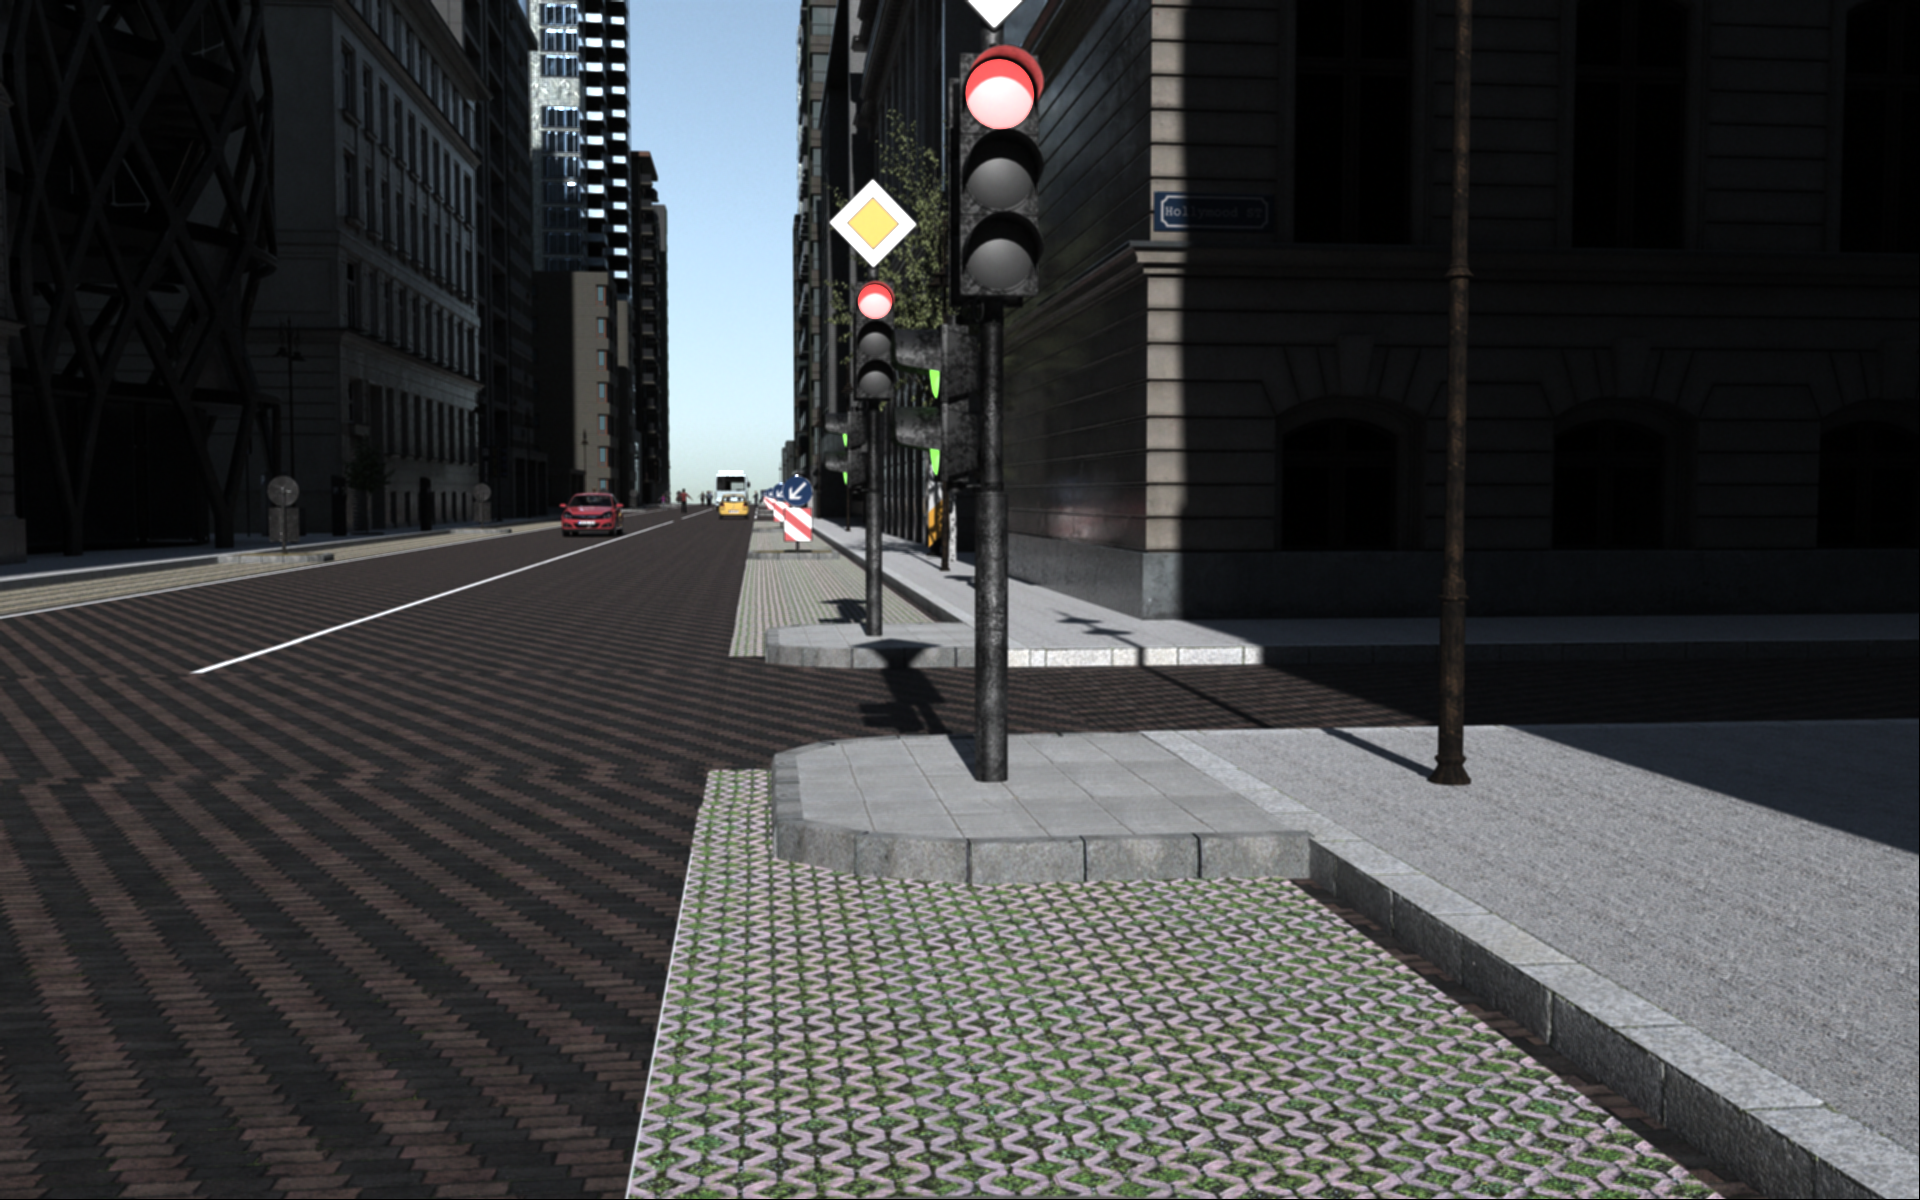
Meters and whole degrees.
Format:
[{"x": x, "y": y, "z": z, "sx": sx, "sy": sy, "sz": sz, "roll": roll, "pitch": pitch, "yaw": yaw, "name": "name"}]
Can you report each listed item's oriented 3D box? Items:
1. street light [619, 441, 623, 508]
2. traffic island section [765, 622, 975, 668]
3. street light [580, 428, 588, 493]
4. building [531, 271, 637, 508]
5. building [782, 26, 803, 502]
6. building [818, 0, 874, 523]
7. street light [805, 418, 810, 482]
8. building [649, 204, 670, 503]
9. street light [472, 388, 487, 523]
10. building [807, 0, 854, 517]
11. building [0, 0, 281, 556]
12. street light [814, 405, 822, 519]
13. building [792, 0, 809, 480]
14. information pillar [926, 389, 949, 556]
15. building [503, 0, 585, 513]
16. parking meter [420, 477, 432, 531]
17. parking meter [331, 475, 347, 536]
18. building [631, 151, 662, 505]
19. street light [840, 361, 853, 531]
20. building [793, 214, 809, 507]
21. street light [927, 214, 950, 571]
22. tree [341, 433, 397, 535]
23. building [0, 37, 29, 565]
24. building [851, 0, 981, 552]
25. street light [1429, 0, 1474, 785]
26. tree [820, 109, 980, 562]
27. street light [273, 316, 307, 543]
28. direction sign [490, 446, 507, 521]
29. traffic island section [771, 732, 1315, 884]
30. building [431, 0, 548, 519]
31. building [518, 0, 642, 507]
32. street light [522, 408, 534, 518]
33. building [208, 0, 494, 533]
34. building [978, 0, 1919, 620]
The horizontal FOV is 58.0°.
[{"x": -29.822, "y": -10.980, "z": 152.309, "sx": 0.468, "sy": 5.910, "sz": 1.993, "roll": 0, "pitch": 4, "yaw": -7, "name": "street light"}, {"x": -0.757, "y": 0.402, "z": 15.712, "sx": 2.009, "sy": 0.180, "sz": 2.903, "roll": 0, "pitch": 4, "yaw": -7, "name": "traffic island section"}, {"x": -26.405, "y": -9.127, "z": 122.013, "sx": 0.468, "sy": 5.910, "sz": 1.993, "roll": 0, "pitch": 4, "yaw": -7, "name": "street light"}, {"x": -42.744, "y": -18.516, "z": 147.769, "sx": 27.650, "sy": 21.520, "sz": 28.899, "roll": 0, "pitch": 4, "yaw": -7, "name": "building"}, {"x": -12.822, "y": -56.304, "z": 233.234, "sx": 22.319, "sy": 86.520, "sz": 31.000, "roll": 0, "pitch": 4, "yaw": -7, "name": "building"}, {"x": 1.400, "y": -15.743, "z": 76.470, "sx": 14.314, "sy": 24.678, "sz": 30.058, "roll": 0, "pitch": 4, "yaw": -7, "name": "building"}, {"x": -9.180, "y": -8.108, "z": 105.347, "sx": 0.468, "sy": 5.910, "sz": 1.993, "roll": 0, "pitch": 4, "yaw": -7, "name": "street light"}, {"x": -47.404, "y": -33.863, "z": 237.252, "sx": 14.154, "sy": 41.232, "sz": 14.086, "roll": 0, "pitch": 4, "yaw": -7, "name": "building"}, {"x": -20.925, "y": -6.283, "z": 75.511, "sx": 0.468, "sy": 5.910, "sz": 1.993, "roll": 0, "pitch": 4, "yaw": -7, "name": "street light"}, {"x": -1.943, "y": -25.575, "z": 101.743, "sx": 14.154, "sy": 41.232, "sz": 14.086, "roll": 0, "pitch": 4, "yaw": -7, "name": "building"}, {"x": -25.440, "y": -10.590, "z": 40.604, "sx": 16.820, "sy": 18.784, "sz": 16.811, "roll": 0, "pitch": 4, "yaw": -7, "name": "building"}, {"x": -7.341, "y": -7.170, "z": 90.015, "sx": 0.468, "sy": 5.910, "sz": 1.993, "roll": 0, "pitch": 4, "yaw": -7, "name": "street light"}, {"x": -2.755, "y": -32.545, "z": 151.713, "sx": 23.786, "sy": 49.044, "sz": 30.456, "roll": 0, "pitch": 4, "yaw": -7, "name": "building"}, {"x": -0.436, "y": -2.720, "z": 35.829, "sx": 0.504, "sy": 3.616, "sz": 0.183, "roll": 2, "pitch": 4, "yaw": 24, "name": "information pillar"}, {"x": -43.083, "y": -26.191, "z": 120.102, "sx": 32.217, "sy": 40.220, "sz": 23.993, "roll": 0, "pitch": 4, "yaw": -7, "name": "building"}, {"x": -18.641, "y": -3.347, "z": 60.429, "sx": 0.255, "sy": 1.863, "sz": 0.399, "roll": 1, "pitch": 4, "yaw": 9, "name": "parking meter"}, {"x": -18.931, "y": -2.881, "z": 52.815, "sx": 0.399, "sy": 1.863, "sz": 0.255, "roll": 1, "pitch": 4, "yaw": 21, "name": "parking meter"}, {"x": -48.887, "y": -34.282, "z": 215.134, "sx": 22.147, "sy": 44.769, "sz": 28.867, "roll": 0, "pitch": 4, "yaw": -7, "name": "building"}, {"x": -3.867, "y": -5.317, "z": 59.726, "sx": 0.468, "sy": 5.910, "sz": 1.993, "roll": 0, "pitch": 4, "yaw": -7, "name": "street light"}, {"x": -10.395, "y": -25.059, "z": 181.414, "sx": 14.160, "sy": 30.474, "sz": 14.107, "roll": 0, "pitch": 4, "yaw": -7, "name": "building"}, {"x": -0.253, "y": -3.426, "z": 28.808, "sx": 0.468, "sy": 5.910, "sz": 1.993, "roll": 0, "pitch": 4, "yaw": -7, "name": "street light"}, {"x": -18.690, "y": -3.688, "z": 54.903, "sx": 1.663, "sy": 3.219, "sz": 1.824, "roll": 0, "pitch": 3, "yaw": 0, "name": "tree"}, {"x": -21.030, "y": -9.636, "z": 22.172, "sx": 10.561, "sy": 19.102, "sz": 19.286, "roll": 0, "pitch": 4, "yaw": -7, "name": "building"}, {"x": 4.169, "y": -12.715, "z": 49.688, "sx": 13.314, "sy": 21.916, "sz": 24.055, "roll": 0, "pitch": 4, "yaw": -7, "name": "building"}, {"x": 2.182, "y": -2.125, "z": 7.533, "sx": 0.468, "sy": 5.910, "sz": 1.993, "roll": 0, "pitch": 4, "yaw": -7, "name": "street light"}, {"x": -0.357, "y": -5.026, "z": 32.534, "sx": 4.737, "sy": 8.622, "sz": 4.395, "roll": 0, "pitch": 3, "yaw": 0, "name": "tree"}, {"x": -17.428, "y": -4.427, "z": 45.170, "sx": 0.468, "sy": 5.910, "sz": 1.993, "roll": 0, "pitch": 4, "yaw": -7, "name": "street light"}, {"x": -21.743, "y": -5.484, "z": 81.667, "sx": 0.876, "sy": 3.537, "sz": 0.379, "roll": -3, "pitch": 5, "yaw": -44, "name": "direction sign"}, {"x": 0.163, "y": 0.887, "z": 7.779, "sx": 2.009, "sy": 0.180, "sz": 2.903, "roll": 0, "pitch": 4, "yaw": -7, "name": "traffic island section"}, {"x": -34.611, "y": -40.310, "z": 97.323, "sx": 20.563, "sy": 71.187, "sz": 20.611, "roll": 0, "pitch": 4, "yaw": -7, "name": "building"}, {"x": -45.234, "y": -53.291, "z": 183.971, "sx": 22.319, "sy": 86.520, "sz": 31.000, "roll": 0, "pitch": 4, "yaw": -7, "name": "building"}, {"x": -22.784, "y": -7.261, "z": 91.497, "sx": 0.468, "sy": 5.910, "sz": 1.993, "roll": 0, "pitch": 4, "yaw": -7, "name": "street light"}, {"x": -29.046, "y": -14.441, "z": 69.398, "sx": 16.112, "sy": 22.955, "sz": 30.059, "roll": 0, "pitch": 4, "yaw": -7, "name": "building"}, {"x": 18.082, "y": -12.528, "z": 23.922, "sx": 34.723, "sy": 24.649, "sz": 14.460, "roll": 0, "pitch": 4, "yaw": -7, "name": "building"}]
